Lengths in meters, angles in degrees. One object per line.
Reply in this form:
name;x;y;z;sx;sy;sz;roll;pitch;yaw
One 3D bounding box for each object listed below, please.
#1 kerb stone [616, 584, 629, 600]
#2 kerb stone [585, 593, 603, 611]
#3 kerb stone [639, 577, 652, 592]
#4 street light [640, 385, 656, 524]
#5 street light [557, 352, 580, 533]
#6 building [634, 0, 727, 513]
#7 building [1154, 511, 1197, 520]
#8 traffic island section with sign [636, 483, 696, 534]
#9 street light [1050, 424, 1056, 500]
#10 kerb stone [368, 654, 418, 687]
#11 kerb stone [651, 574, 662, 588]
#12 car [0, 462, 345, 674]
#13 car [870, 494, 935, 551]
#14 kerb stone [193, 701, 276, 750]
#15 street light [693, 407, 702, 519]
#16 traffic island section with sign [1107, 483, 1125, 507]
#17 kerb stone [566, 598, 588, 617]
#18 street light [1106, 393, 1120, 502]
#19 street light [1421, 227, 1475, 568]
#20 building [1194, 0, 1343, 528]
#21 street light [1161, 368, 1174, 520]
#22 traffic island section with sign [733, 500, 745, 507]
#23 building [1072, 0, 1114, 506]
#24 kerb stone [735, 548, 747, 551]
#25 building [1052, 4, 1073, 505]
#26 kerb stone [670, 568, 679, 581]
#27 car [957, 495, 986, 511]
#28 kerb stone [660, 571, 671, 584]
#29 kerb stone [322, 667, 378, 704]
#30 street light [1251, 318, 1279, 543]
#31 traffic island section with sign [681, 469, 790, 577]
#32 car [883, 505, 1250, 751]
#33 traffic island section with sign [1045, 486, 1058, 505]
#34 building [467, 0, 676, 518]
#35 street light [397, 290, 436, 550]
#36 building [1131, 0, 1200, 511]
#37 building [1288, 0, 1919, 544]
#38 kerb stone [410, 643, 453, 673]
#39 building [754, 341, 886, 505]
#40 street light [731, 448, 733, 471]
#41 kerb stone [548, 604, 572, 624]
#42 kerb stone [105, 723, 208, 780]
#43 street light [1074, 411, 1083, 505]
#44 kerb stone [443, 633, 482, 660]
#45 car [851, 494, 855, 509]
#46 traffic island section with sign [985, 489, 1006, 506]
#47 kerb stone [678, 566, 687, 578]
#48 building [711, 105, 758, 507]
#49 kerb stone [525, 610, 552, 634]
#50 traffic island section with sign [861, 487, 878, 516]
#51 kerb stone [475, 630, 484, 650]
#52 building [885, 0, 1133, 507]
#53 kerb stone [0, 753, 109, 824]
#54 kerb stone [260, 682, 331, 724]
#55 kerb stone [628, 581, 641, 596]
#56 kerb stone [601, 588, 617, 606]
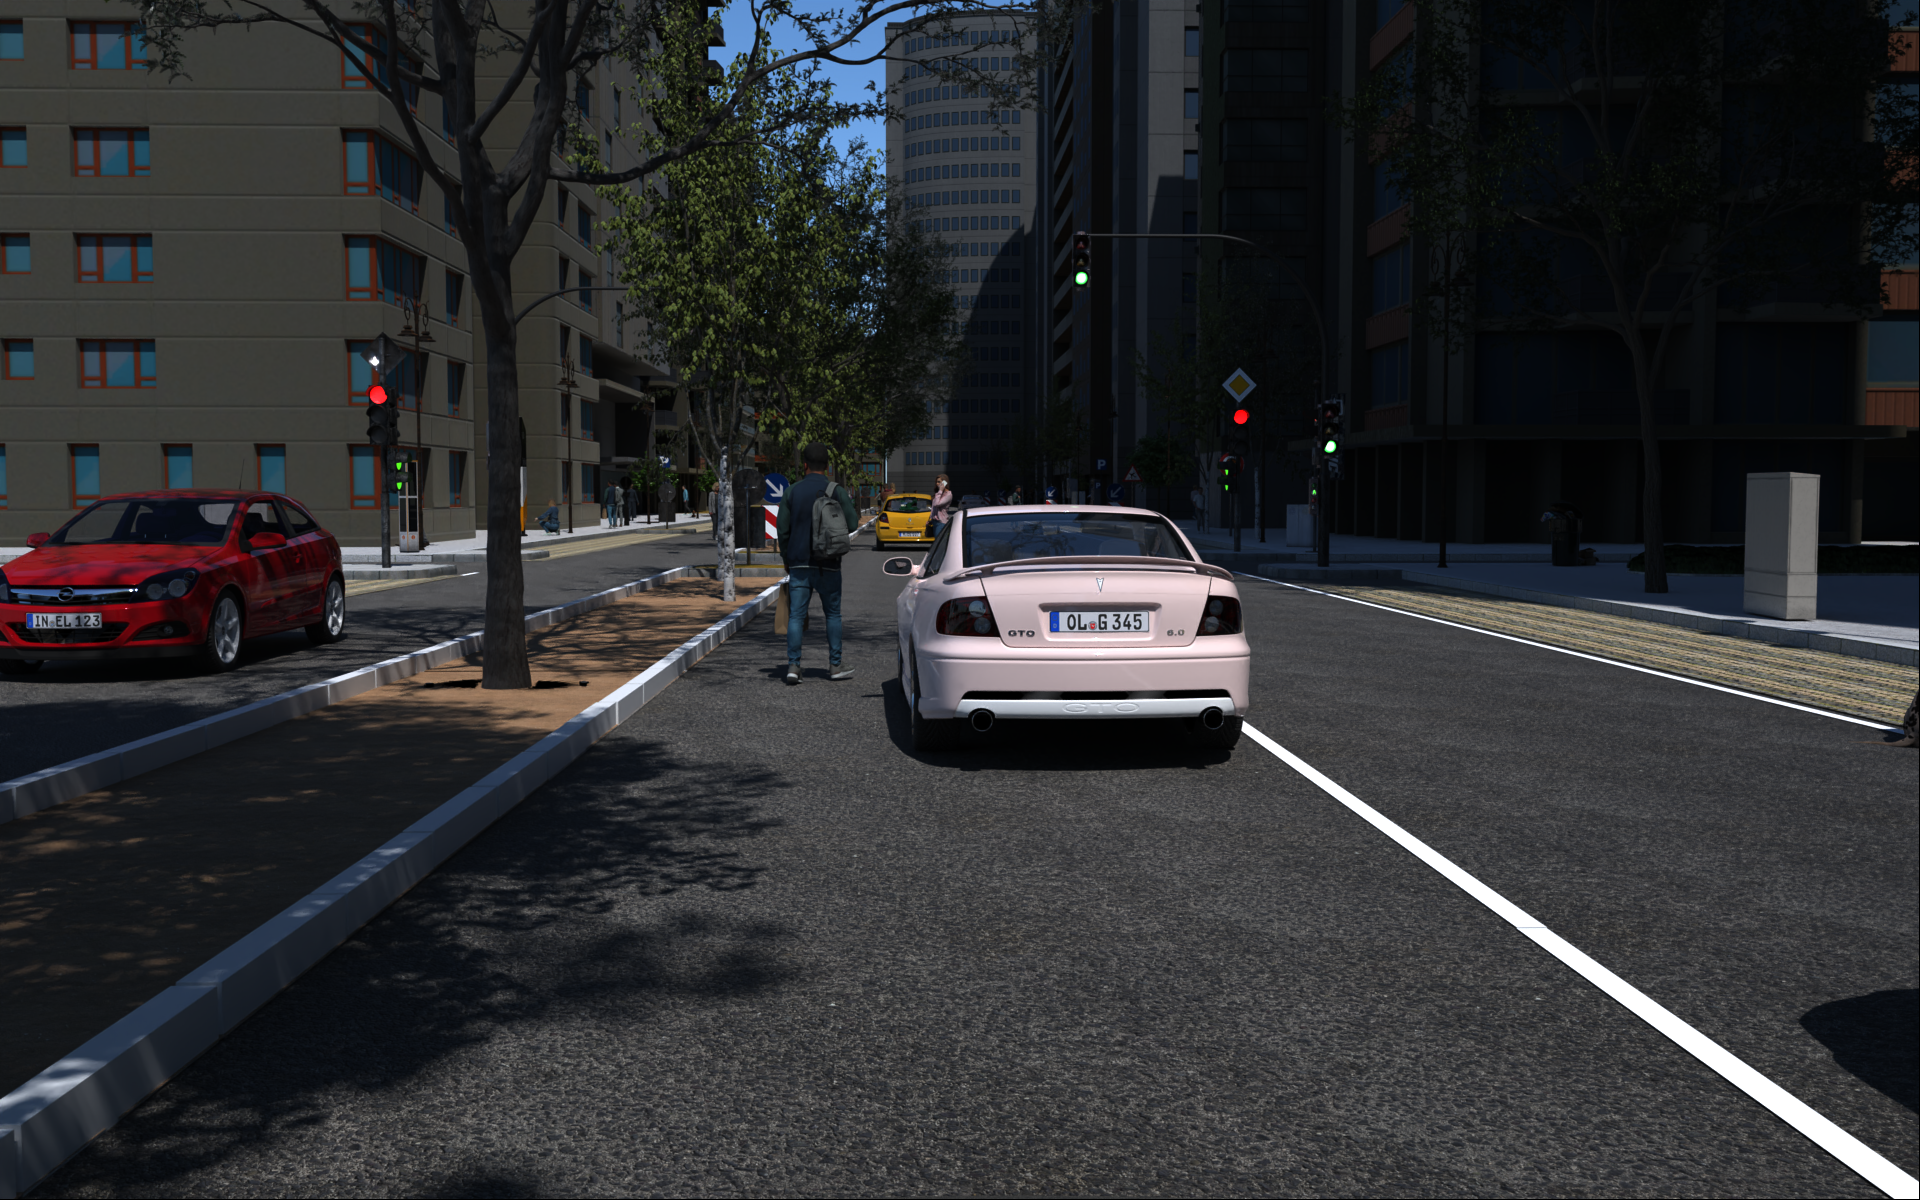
kerb stone;-4.652;-0.077;23.450;0.120;0.150;1.000;0;4;-2
kerb stone;-4.586;0.049;21.393;0.120;0.150;1.000;0;4;-2
kerb stone;-4.701;-0.202;25.496;0.120;0.150;1.000;0;4;-2
street light;-13.219;-6.155;73.416;0.468;5.910;1.993;0;4;-2
street light;-12.774;-5.128;56.636;0.468;5.910;1.993;0;4;-2
building;-28.916;-28.877;126.766;22.147;44.769;28.867;0;4;-2
building;19.366;-34.067;98.998;21.231;58.520;28.212;0;4;-2
traffic island section with sign;-10.622;-3.313;62.793;1.989;1.847;2.006;0;4;-2
street light;6.045;-8.595;113.311;0.468;5.910;1.993;0;4;-2
kerb stone;-4.355;0.550;13.200;0.120;0.150;1.000;0;4;-2
kerb stone;-4.732;-0.264;26.517;0.120;0.150;1.000;0;4;-2
car;-6.820;-0.374;15.150;2.155;1.783;4.494;0;4;-3
car;-1.329;-2.119;44.865;2.015;1.641;3.980;0;4;-2
kerb stone;-4.259;0.738;10.126;0.120;0.150;1.000;0;4;-2
street light;-13.759;-7.208;90.644;0.468;5.910;1.993;0;4;-2
traffic island section with sign;5.493;-3.342;63.271;1.989;1.847;2.006;0;4;-2
kerb stone;-4.563;0.112;20.365;0.120;0.150;1.000;0;4;-2
street light;7.007;-6.536;79.654;0.468;5.910;1.993;0;4;-2
street light;8.424;-3.503;30.057;0.468;5.910;1.993;0;4;-2
building;16.529;-18.285;70.655;14.160;30.474;14.107;0;4;-2
street light;7.585;-5.514;62.935;0.468;5.910;1.993;0;4;-2
traffic island section with sign;-11.406;-4.961;89.737;1.989;1.847;2.006;0;4;-2
building;15.964;-29.316;129.429;14.600;45.320;14.200;0;4;-2
kerb stone;-5.140;-1.111;40.354;0.120;0.150;1.000;0;4;-2
building;19.371;-32.025;147.303;21.300;48.544;21.600;0;4;-2
kerb stone;-4.797;-0.389;28.560;0.120;0.150;1.000;0;4;-2
car;0.857;-6.854;124.422;2.083;1.381;4.827;0;4;-2
kerb stone;-4.766;-0.327;27.538;0.120;0.150;1.000;0;4;-2
kerb stone;-4.326;0.617;12.176;0.120;0.150;1.000;0;4;-2
street light;8.020;-4.460;45.712;0.468;5.910;1.993;0;4;-2
traffic island section with sign;-3.798;-1.372;30.565;2.006;1.907;1.989;0;4;-2
car;0.560;0.078;11.079;2.083;1.381;4.827;0;4;-4
traffic island section with sign;4.672;-5.063;91.401;1.989;1.847;2.006;0;4;-2
building;-31.151;-30.980;95.758;28.713;52.752;27.495;0;4;-2
street light;-12.315;-4.074;39.395;0.468;5.910;1.993;0;4;-2
building;18.068;-38.542;172.155;21.231;58.520;28.212;0;4;-2
building;25.369;-24.358;52.877;28.867;44.769;22.147;0;4;-2
kerb stone;-4.380;0.490;14.228;0.120;0.150;1.000;0;4;-2
building;-23.822;-22.548;213.706;28.899;21.520;27.650;0;4;-2
street light;-14.228;-8.281;108.185;0.468;5.910;1.993;0;4;-2
kerb stone;-4.523;0.174;19.343;0.120;0.150;1.000;0;4;-2
kerb stone;-4.229;0.801;9.099;0.120;0.150;1.000;0;4;-2
street light;6.598;-7.564;96.459;0.468;5.910;1.993;0;4;-2
kerb stone;-4.414;0.425;15.249;0.120;0.150;1.000;0;4;-2
car;-10.979;-9.575;168.355;2.131;1.459;4.920;0;4;-1
traffic island section with sign;3.257;-8.054;140.314;1.989;1.847;2.006;0;4;-2
kerb stone;-4.829;-0.452;29.586;0.120;0.150;1.000;0;4;-2
building;-32.323;-29.201;169.320;23.993;40.220;32.217;0;4;-2
kerb stone;-4.506;0.237;18.316;0.120;0.150;1.000;0;4;-2
traffic island section with sign;-6.184;-6.418;113.076;2.006;1.907;1.989;0;4;-2
kerb stone;-4.439;0.362;16.271;0.120;0.150;1.000;0;4;-2
building;5.112;-40.866;210.160;28.212;58.520;21.231;0;4;-2
kerb stone;-4.205;0.864;8.077;0.120;0.150;1.000;0;4;-2
kerb stone;-4.298;0.675;11.155;0.120;0.150;1.000;0;4;-2
kerb stone;-4.676;-0.138;24.474;0.120;0.150;1.000;0;4;-2
kerb stone;-4.614;-0.014;22.420;0.120;0.150;1.000;0;4;-2
